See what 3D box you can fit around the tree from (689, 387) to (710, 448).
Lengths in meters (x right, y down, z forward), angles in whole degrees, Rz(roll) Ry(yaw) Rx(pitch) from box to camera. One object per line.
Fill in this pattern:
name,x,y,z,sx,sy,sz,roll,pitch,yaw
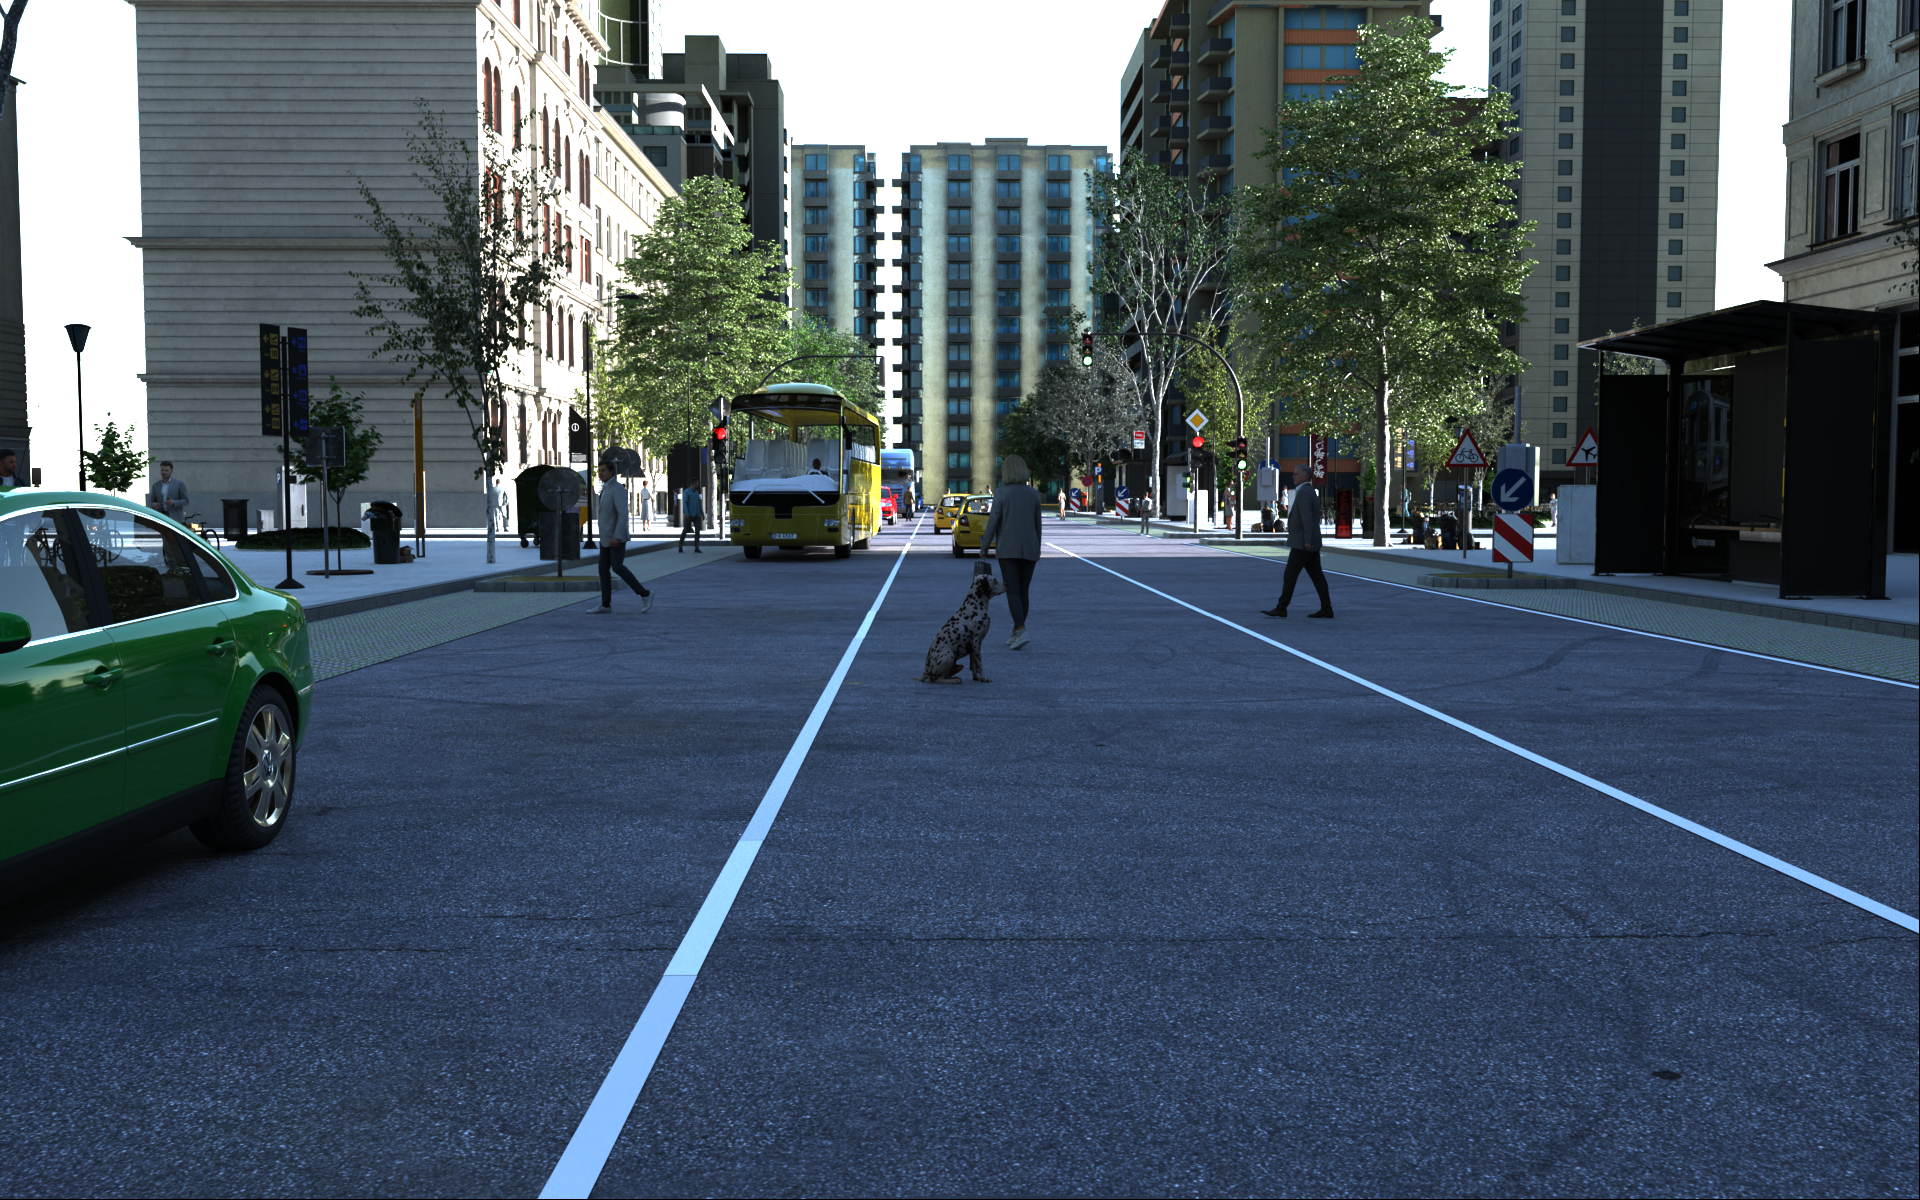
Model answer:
tree,-14.423,-8.041,81.837,4.737,8.622,4.395,0,3,0

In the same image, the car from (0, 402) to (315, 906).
car,-3.674,0.192,5.650,1.959,1.807,4.718,0,4,0

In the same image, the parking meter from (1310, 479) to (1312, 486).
parking meter,12.337,-3.419,61.613,0.255,1.863,0.399,0,4,-3

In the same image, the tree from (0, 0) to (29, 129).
tree,-8.060,-9.722,14.850,12.611,20.169,13.585,0,3,0

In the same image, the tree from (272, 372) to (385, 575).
tree,-10.080,-2.021,27.650,1.663,3.219,1.824,0,3,0

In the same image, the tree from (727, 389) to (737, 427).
tree,-15.013,-10.467,121.497,4.360,8.622,3.978,0,3,0

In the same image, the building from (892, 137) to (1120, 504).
building,6.108,-37.654,235.246,30.456,49.044,23.786,0,4,-1

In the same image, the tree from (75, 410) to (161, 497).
tree,-19.694,-2.787,40.171,1.663,3.219,1.824,0,3,0

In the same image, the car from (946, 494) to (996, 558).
car,0.681,-1.837,40.259,2.015,1.641,3.980,0,4,-1

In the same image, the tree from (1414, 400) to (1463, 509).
tree,34.536,-10.742,126.001,4.737,8.622,4.395,0,3,0

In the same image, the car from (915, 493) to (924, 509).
car,-4.432,-9.477,164.545,1.945,1.707,3.694,0,4,-3

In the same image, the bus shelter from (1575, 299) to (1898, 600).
bus shelter,10.488,-2.004,24.055,1.731,3.624,6.357,0,4,-1

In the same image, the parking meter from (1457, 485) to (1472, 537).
parking meter,13.976,-2.418,47.948,0.372,1.533,0.369,0,3,0

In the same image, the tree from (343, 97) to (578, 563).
tree,-8.888,-4.977,31.744,4.360,8.622,3.978,0,3,0

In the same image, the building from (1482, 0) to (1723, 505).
building,68.235,-45.931,189.228,20.611,71.187,20.563,0,4,-1

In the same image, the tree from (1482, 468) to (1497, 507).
tree,39.117,-8.096,126.975,1.663,3.219,1.824,0,3,0

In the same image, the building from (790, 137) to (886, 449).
building,-25.271,-37.631,234.878,30.456,49.044,23.786,0,4,-1

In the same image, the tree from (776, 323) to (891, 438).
tree,-9.817,-13.666,130.086,9.857,13.997,8.962,0,3,0

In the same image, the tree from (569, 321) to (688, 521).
tree,-14.279,-7.412,71.552,4.737,8.622,4.395,0,3,0

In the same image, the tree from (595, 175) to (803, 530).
tree,-9.398,-8.827,62.455,7.486,12.596,7.792,0,3,0

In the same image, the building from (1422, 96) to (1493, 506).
building,49.442,-33.166,192.370,14.200,45.320,14.600,0,4,-1

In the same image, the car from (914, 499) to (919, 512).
car,-4.474,-8.046,143.356,2.131,1.459,4.920,0,4,0

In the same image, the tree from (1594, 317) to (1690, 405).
tree,28.620,-7.513,73.208,4.360,8.622,3.978,0,3,0

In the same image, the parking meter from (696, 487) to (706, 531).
parking meter,-9.078,-3.189,60.545,0.372,1.533,0.369,0,3,0

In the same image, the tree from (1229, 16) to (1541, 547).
tree,10.108,-7.557,41.678,7.486,12.596,7.792,0,3,0

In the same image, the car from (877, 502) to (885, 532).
car,-3.845,-3.487,66.607,1.945,1.707,3.694,0,4,-2

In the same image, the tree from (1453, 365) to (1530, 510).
tree,28.541,-8.794,94.146,4.360,8.622,3.978,0,3,0

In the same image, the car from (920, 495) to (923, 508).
car,-4.757,-10.298,180.733,2.083,1.381,4.827,0,4,-2

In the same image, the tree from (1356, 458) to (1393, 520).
tree,20.074,-5.481,84.218,1.663,3.219,1.824,0,3,0

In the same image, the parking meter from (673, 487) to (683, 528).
parking meter,-10.747,-3.525,66.047,0.372,1.533,0.369,0,3,0

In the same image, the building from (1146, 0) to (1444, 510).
building,27.936,-30.179,148.057,22.147,44.769,28.867,0,4,-1

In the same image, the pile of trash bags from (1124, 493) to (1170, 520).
pile of trash bags,10.206,-5.201,94.785,1.912,1.369,3.447,1,4,21

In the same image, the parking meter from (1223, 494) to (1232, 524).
parking meter,11.352,-3.972,73.358,0.372,1.533,0.369,0,3,0

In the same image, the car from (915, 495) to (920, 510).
car,-4.661,-9.007,159.270,2.014,1.417,4.499,0,4,1

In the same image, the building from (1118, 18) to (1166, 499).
building,27.782,-33.684,174.432,21.300,48.544,21.600,0,4,-1

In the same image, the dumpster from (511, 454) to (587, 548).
dumpster,-9.921,-2.410,41.894,1.502,2.255,1.985,0,4,-1

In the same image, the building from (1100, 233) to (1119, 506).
building,22.438,-25.788,193.336,14.160,30.474,14.107,0,4,-1

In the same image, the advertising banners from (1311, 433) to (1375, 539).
advertising banners,11.050,-3.270,49.658,2.074,3.025,0.090,1,4,19

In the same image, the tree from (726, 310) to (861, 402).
tree,-9.526,-10.600,99.059,9.928,11.665,9.643,0,3,0

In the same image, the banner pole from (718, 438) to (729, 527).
banner pole,-9.246,-4.795,68.414,0.863,3.779,0.401,2,4,27

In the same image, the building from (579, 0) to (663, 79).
building,-51.162,-48.497,231.180,20.611,71.187,20.563,0,4,-1

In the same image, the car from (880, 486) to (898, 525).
car,-4.016,-4.414,80.848,2.281,1.827,5.304,0,4,0

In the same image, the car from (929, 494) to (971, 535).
car,-0.092,-3.197,62.499,2.015,1.641,3.980,0,4,-1

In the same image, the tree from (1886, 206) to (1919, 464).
tree,15.380,-4.537,24.544,4.360,8.622,3.978,0,3,0

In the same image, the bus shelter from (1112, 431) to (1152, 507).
bus shelter,10.677,-7.935,107.377,2.179,5.291,8.768,0,4,-1

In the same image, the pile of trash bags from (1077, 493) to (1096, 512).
pile of trash bags,9.203,-6.948,123.348,1.912,1.369,3.447,1,4,16

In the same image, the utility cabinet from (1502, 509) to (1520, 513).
utility cabinet,18.679,-2.909,58.722,0.306,1.237,1.020,0,4,-1

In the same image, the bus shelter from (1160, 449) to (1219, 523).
bus shelter,10.601,-5.261,79.948,2.014,3.302,5.546,0,4,-1

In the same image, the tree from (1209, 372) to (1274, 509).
tree,16.755,-9.439,104.693,4.360,8.622,3.978,0,3,0

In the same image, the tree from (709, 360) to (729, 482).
tree,-13.721,-8.499,89.329,4.737,8.622,4.395,0,3,0
